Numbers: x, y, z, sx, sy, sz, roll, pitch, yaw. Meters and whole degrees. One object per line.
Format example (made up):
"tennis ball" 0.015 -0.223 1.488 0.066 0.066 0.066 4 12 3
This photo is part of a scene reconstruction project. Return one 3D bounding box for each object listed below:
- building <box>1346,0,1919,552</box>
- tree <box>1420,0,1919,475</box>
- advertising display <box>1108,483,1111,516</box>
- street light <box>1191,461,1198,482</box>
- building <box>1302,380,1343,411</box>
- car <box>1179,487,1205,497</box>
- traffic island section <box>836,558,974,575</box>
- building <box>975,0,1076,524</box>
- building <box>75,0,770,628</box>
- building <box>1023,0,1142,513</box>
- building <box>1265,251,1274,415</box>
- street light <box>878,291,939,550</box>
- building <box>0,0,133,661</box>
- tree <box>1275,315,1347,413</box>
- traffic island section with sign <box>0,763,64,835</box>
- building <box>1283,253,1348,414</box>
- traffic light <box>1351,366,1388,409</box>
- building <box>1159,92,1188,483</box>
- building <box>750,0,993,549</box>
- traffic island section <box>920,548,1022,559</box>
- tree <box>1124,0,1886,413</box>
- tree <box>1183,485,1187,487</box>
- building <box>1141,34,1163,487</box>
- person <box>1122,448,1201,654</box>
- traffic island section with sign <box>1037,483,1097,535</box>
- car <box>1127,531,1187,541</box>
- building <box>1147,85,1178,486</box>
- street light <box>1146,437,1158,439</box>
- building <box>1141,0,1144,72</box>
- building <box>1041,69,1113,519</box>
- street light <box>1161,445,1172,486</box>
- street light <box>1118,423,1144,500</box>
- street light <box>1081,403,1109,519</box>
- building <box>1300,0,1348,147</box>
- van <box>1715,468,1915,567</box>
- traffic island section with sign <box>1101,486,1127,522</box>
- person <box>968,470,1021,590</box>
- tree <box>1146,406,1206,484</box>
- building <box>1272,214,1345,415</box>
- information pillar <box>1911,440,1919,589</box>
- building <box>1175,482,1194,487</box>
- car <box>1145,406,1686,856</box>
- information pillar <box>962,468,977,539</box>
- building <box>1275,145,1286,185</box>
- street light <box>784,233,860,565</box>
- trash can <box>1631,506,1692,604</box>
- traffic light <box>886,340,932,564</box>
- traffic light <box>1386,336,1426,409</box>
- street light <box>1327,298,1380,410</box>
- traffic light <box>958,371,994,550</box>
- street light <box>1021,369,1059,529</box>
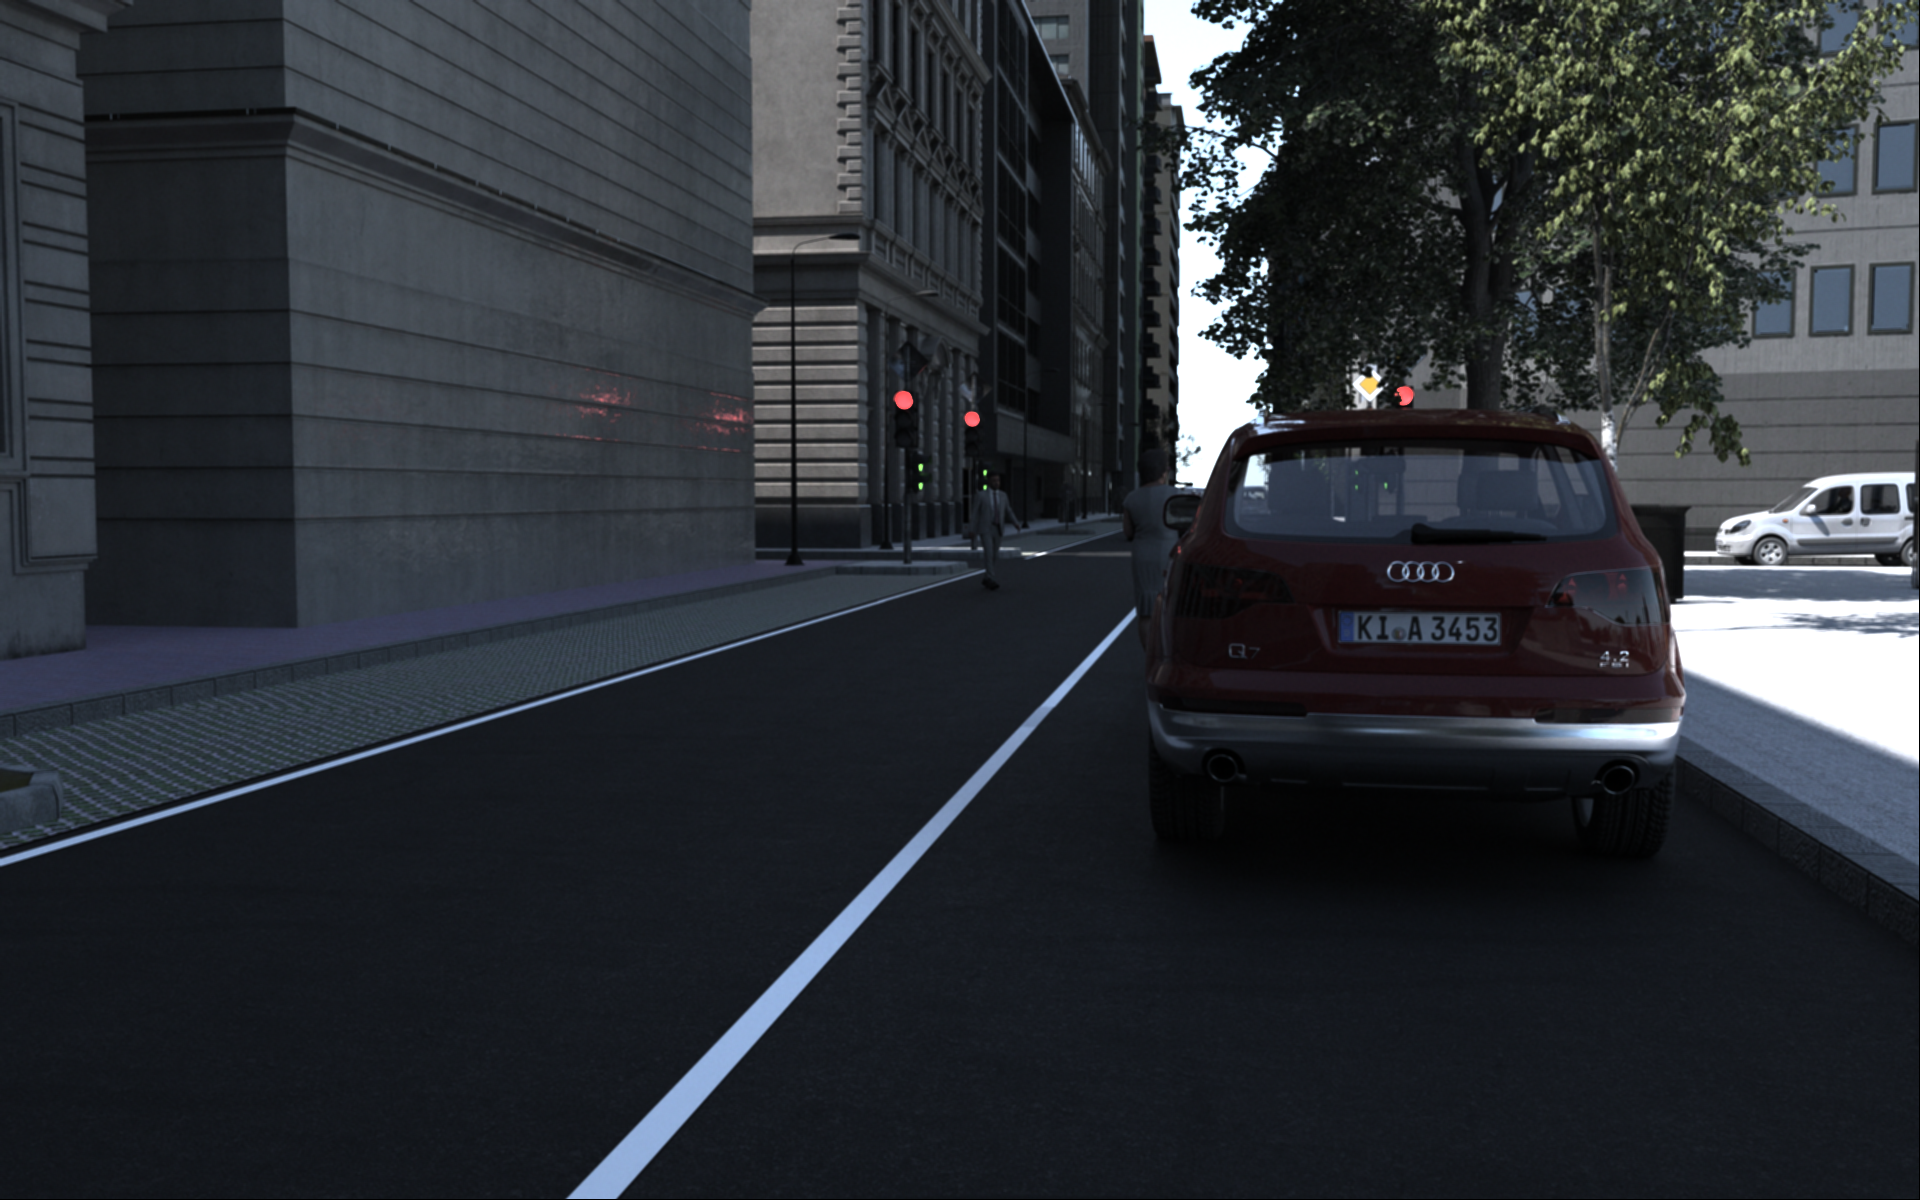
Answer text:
"building" 25.315 -30.770 45.081 28.212 58.520 21.231 1 4 9
"tree" 6.123 -3.986 15.526 4.737 8.622 4.395 0 3 0
"advertising display" 8.662 -5.815 100.289 0.123 1.923 0.974 0 4 8
"street light" 32.550 -16.685 245.338 1.470 5.913 1.316 1 4 9
"building" 29.964 -47.508 89.423 22.319 86.520 31.000 1 4 9
"car" 11.779 -4.872 88.326 2.281 1.827 5.304 1 4 9
"traffic island section" -0.986 -0.585 31.844 2.009 0.180 2.903 1 4 9
"building" -3.479 -15.657 75.055 14.314 24.678 30.058 1 4 9
"building" -26.217 -15.319 26.875 44.131 29.872 17.030 1 4 9
"building" 5.247 -26.792 121.641 14.154 41.232 14.086 1 4 9
"building" 55.705 -36.550 252.220 22.147 44.769 28.867 1 4 9
"street light" -1.173 -4.115 39.823 1.470 5.913 1.316 1 4 9
"building" -13.670 -10.315 4.809 11.583 22.565 21.152 1 4 9
"tree" 14.892 -7.291 69.570 4.360 8.622 3.978 0 3 0
"traffic island section with sign" -5.004 0.084 7.247 1.989 1.847 2.006 1 4 9
"building" 39.939 -17.851 136.900 27.650 21.520 28.899 1 4 9
"traffic light" 8.992 -3.013 38.188 0.839 4.253 0.868 1 4 9
"building" 15.787 -39.418 233.721 28.713 52.752 27.495 1 4 9
"building" -5.560 -13.508 49.739 11.050 23.489 19.941 1 4 9
"traffic island section" 0.305 -1.067 39.724 2.009 0.180 2.903 1 4 9
"tree" 7.091 -7.110 22.896 9.857 13.997 8.962 0 3 0
"tree" 35.639 -16.975 272.139 1.663 3.219 1.824 0 3 0
"building" 7.773 -31.227 165.189 22.147 44.769 28.867 1 4 9
"person" 1.626 -0.274 13.342 0.716 1.782 0.532 1 4 21
"traffic island section with sign" 3.805 -3.207 61.063 1.989 1.847 2.006 1 4 9
"car" 6.270 -2.617 54.582 2.131 1.459 4.920 1 4 9
"building" 14.985 -35.784 208.769 21.300 48.544 21.600 1 4 9
"street light" 15.322 -10.272 140.480 1.470 5.913 1.316 1 4 9
"building" 3.512 -31.584 140.102 21.300 48.544 21.600 1 4 9
"building" 1.844 -18.638 102.000 12.463 27.353 25.104 1 4 9
"street light" 19.303 -11.731 164.340 1.470 5.913 1.316 1 4 9
"street light" 11.337 -8.751 115.616 1.470 5.913 1.316 1 4 9
"street light" 6.904 -7.091 88.481 1.470 5.913 1.316 1 4 9
"building" 42.461 -45.017 174.277 20.563 71.187 20.611 1 4 9
"van" 16.984 -1.637 33.769 4.112 2.044 2.013 1 4 10
"traffic island section with sign" 8.228 -4.856 88.028 1.989 1.847 2.006 1 4 9
"person" 0.485 -1.059 26.086 0.678 1.792 0.850 -2 4 -24
"tree" 21.782 -15.174 182.503 8.767 10.594 7.601 1 4 13
"building" 35.825 -23.691 159.046 14.160 30.474 14.107 1 4 9
"information pillar" 13.079 -1.156 23.390 0.304 2.012 0.304 1 4 17
"building" 18.809 -34.726 259.647 32.217 40.220 23.993 1 4 9
"car" 2.091 0.009 8.532 2.281 1.827 5.304 1 4 11
"information pillar" 0.272 -2.732 49.156 0.304 2.012 0.304 -3 5 -45
"building" 52.065 -36.910 227.178 21.300 48.544 21.600 1 4 9
"street light" -2.459 -3.577 31.021 1.470 5.913 1.316 1 4 9
"trash can" 8.175 -0.531 20.330 0.748 1.137 0.748 0 3 0
"traffic light" -0.948 -2.617 31.703 0.839 4.253 0.868 1 4 9
"traffic light" 7.701 -2.531 30.307 0.839 4.253 0.868 1 4 9
"street light" 9.158 -4.144 40.288 1.470 5.913 1.316 1 4 9
"traffic light" 0.343 -3.099 39.583 0.839 4.253 0.868 1 4 9
"street light" 2.965 -5.616 64.364 1.470 5.913 1.316 1 4 9
